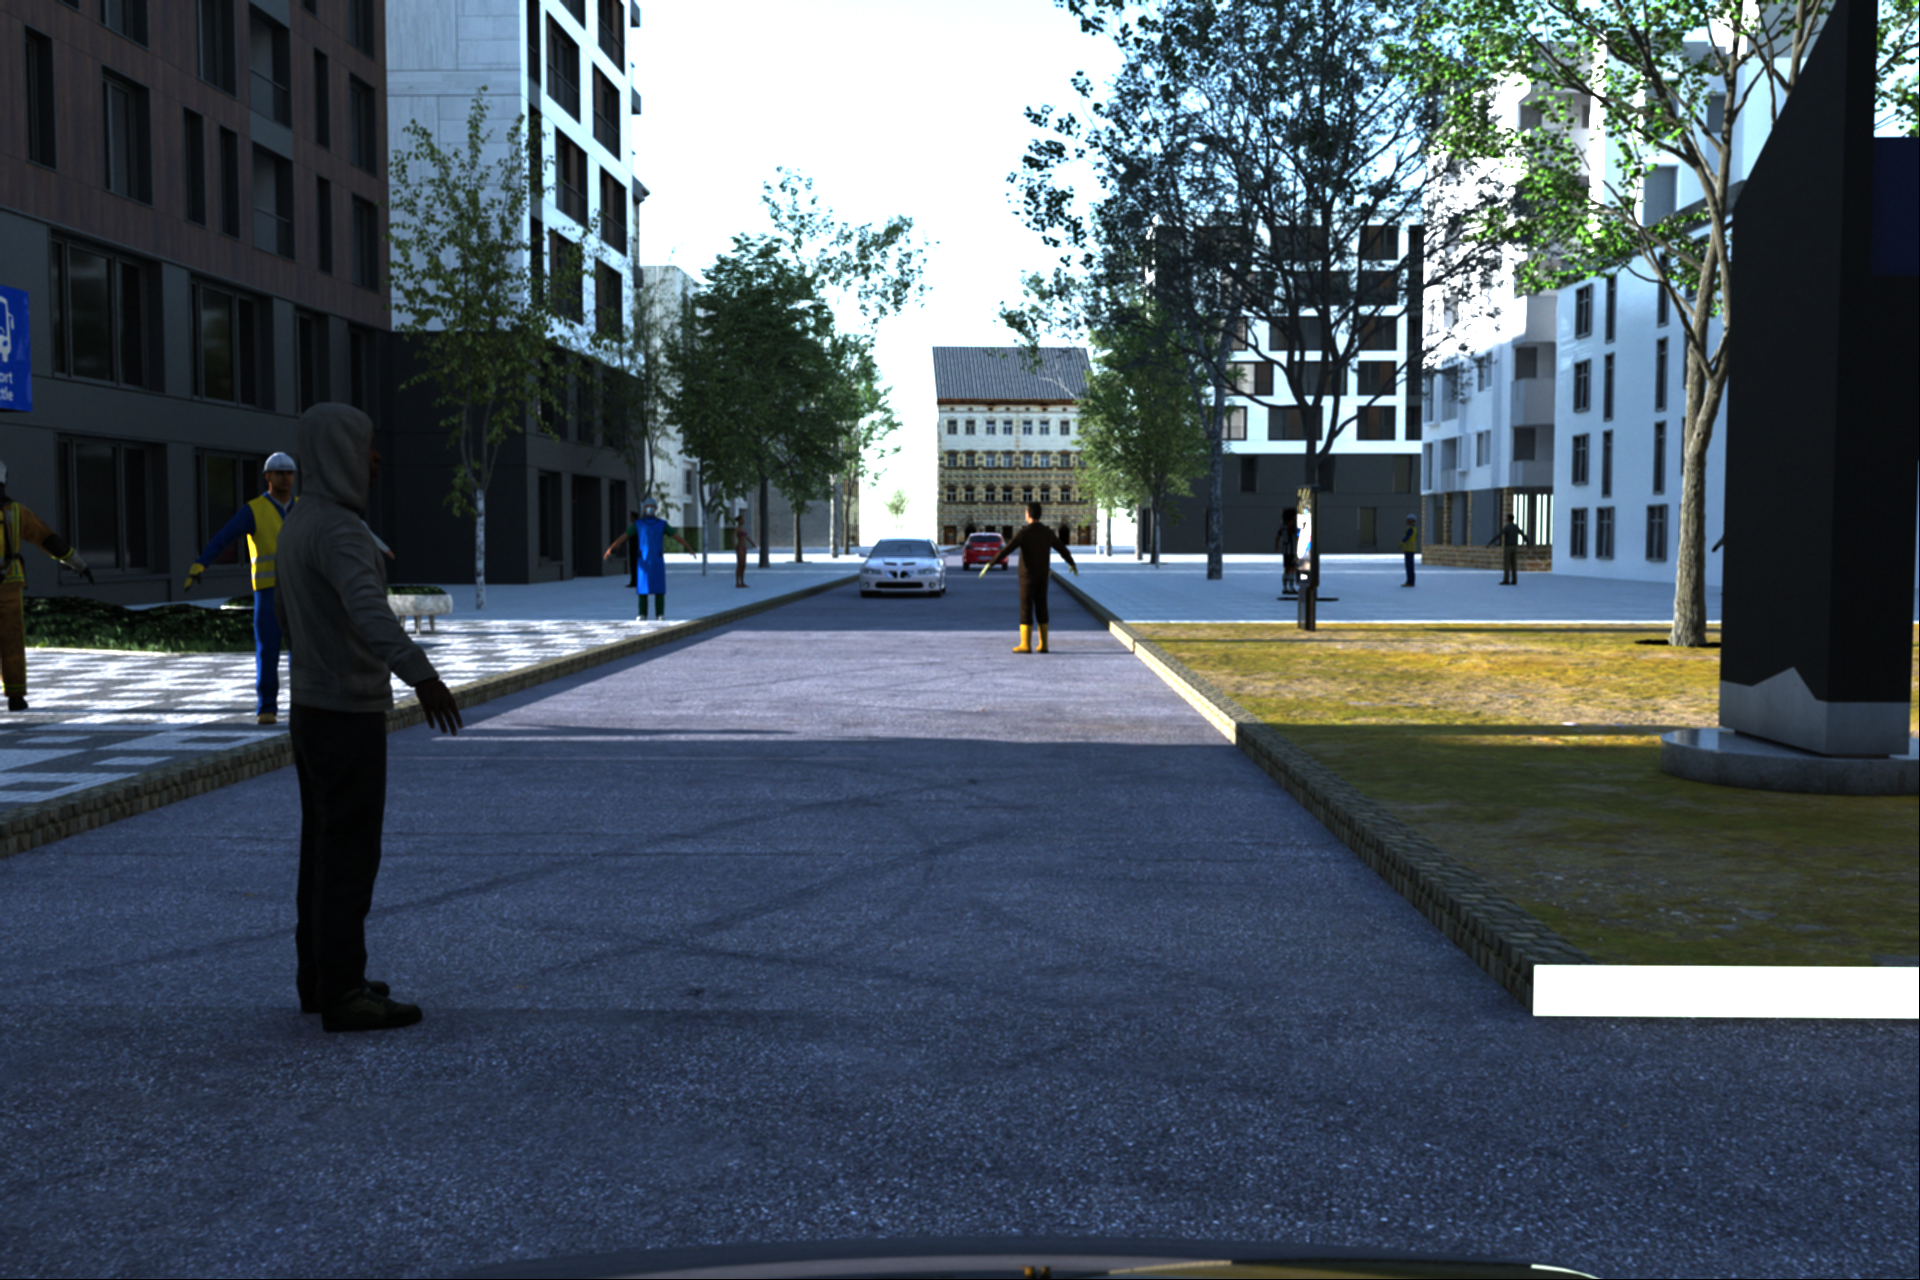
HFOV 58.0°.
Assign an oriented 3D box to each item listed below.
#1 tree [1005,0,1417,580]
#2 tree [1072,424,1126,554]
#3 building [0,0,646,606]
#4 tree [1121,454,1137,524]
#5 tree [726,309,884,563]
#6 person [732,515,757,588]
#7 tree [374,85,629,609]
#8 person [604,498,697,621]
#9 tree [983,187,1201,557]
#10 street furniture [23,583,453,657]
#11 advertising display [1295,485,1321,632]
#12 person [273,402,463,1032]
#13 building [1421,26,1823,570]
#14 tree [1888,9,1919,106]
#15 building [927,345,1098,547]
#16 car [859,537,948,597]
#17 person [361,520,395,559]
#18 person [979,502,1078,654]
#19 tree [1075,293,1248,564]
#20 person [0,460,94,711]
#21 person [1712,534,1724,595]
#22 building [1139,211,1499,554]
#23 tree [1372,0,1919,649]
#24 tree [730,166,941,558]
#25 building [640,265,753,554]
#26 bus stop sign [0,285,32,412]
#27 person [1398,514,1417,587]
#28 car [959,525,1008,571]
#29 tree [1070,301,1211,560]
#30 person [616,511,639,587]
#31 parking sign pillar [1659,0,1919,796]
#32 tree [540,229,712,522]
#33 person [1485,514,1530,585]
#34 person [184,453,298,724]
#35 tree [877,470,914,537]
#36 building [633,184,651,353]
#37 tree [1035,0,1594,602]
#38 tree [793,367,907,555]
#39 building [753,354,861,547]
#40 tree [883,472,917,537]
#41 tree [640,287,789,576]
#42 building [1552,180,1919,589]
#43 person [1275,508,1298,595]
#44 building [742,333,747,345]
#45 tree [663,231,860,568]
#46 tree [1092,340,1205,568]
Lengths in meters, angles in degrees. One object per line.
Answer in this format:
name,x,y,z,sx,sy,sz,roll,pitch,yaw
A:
tree,7.146,-11.869,49.941,12.611,20.169,13.585,0,3,0
tree,8.925,-9.802,110.628,4.737,8.622,4.395,0,3,0
building,-24.963,-12.094,41.717,27.936,21.610,32.646,0,4,2
tree,22.694,-17.842,198.376,9.857,13.997,8.962,0,3,0
tree,-7.212,-9.297,77.756,9.928,11.665,9.643,0,3,0
person,-5.182,-2.125,41.542,0.721,1.733,1.217,1,4,17
tree,-8.058,-4.844,29.570,4.737,8.622,4.395,0,3,0
person,-4.595,-1.199,25.737,1.347,1.817,0.704,-1,4,-8
tree,7.621,-14.758,97.187,12.611,20.169,13.585,0,3,0
street furniture,-11.287,-0.339,21.175,10.072,0.657,5.734,1,4,12
advertising display,4.628,-1.092,23.075,0.123,1.923,0.974,0,4,0
person,-1.801,0.213,5.108,0.705,1.813,1.348,-2,4,-35
building,24.424,-13.125,71.015,16.016,20.090,11.380,0,4,1
tree,8.573,-3.789,12.310,4.360,8.622,3.978,0,3,0
building,5.728,-22.509,201.408,18.063,23.208,19.493,0,4,-4
car,-1.299,-1.740,40.803,2.083,1.381,4.827,0,4,1
person,-9.185,-1.232,26.329,1.347,1.806,0.705,2,4,24
person,0.874,-0.750,20.861,1.346,1.812,0.704,-2,4,-27
tree,8.403,-9.039,73.536,9.928,11.665,9.643,0,3,0
person,-7.014,-0.415,12.550,1.354,1.858,0.705,-2,4,-34
person,16.004,-1.841,35.875,0.705,1.856,1.354,0,4,-2
building,26.775,-17.259,126.163,27.936,21.610,32.646,0,4,1
tree,8.546,-5.735,19.517,9.928,11.665,9.643,0,3,0
tree,-8.161,-14.436,91.910,12.611,20.169,13.585,0,3,0
building,-26.381,-16.122,130.052,16.747,18.905,31.486,0,4,2
bus stop sign,-6.709,-1.366,11.345,0.837,3.901,0.837,0,4,1
person,10.900,-2.189,42.256,0.721,1.772,1.216,2,4,29
car,1.024,-3.690,69.376,2.155,1.783,4.494,0,4,1
tree,8.977,-10.163,84.298,7.486,12.596,7.792,0,3,0
person,-7.876,-2.200,41.899,0.705,1.837,1.347,1,4,20
parking sign pillar,4.492,-1.260,9.074,1.447,3.967,1.447,0,4,2
tree,-7.462,-5.572,41.460,4.360,8.622,3.978,0,3,0
person,13.923,-2.299,43.864,1.348,1.796,0.705,-1,4,-21
person,-4.608,-0.357,11.811,1.349,1.833,0.705,-3,5,-41
tree,-6.938,-15.138,197.874,4.360,8.622,3.978,0,3,0
building,-23.684,-14.498,67.967,19.493,23.208,18.063,0,4,2
tree,6.840,-7.511,33.181,12.009,13.543,11.850,0,3,0
tree,-6.830,-11.012,105.804,9.928,11.665,9.643,0,3,0
building,-20.309,-21.117,176.187,19.493,23.208,18.063,0,4,2
tree,-6.540,-15.496,203.715,4.360,8.622,3.978,0,3,0
tree,-7.494,-6.236,52.326,4.737,8.622,4.395,0,3,0
building,23.035,-6.060,41.228,9.099,9.664,28.070,0,4,1
person,7.047,-1.878,36.856,0.704,1.843,1.345,-2,4,-24
building,-24.858,-17.994,150.626,16.016,20.090,11.380,0,4,1
tree,-7.862,-9.030,65.774,7.486,12.596,7.792,0,3,0
tree,7.277,-6.999,64.792,4.737,8.622,4.395,0,3,0
